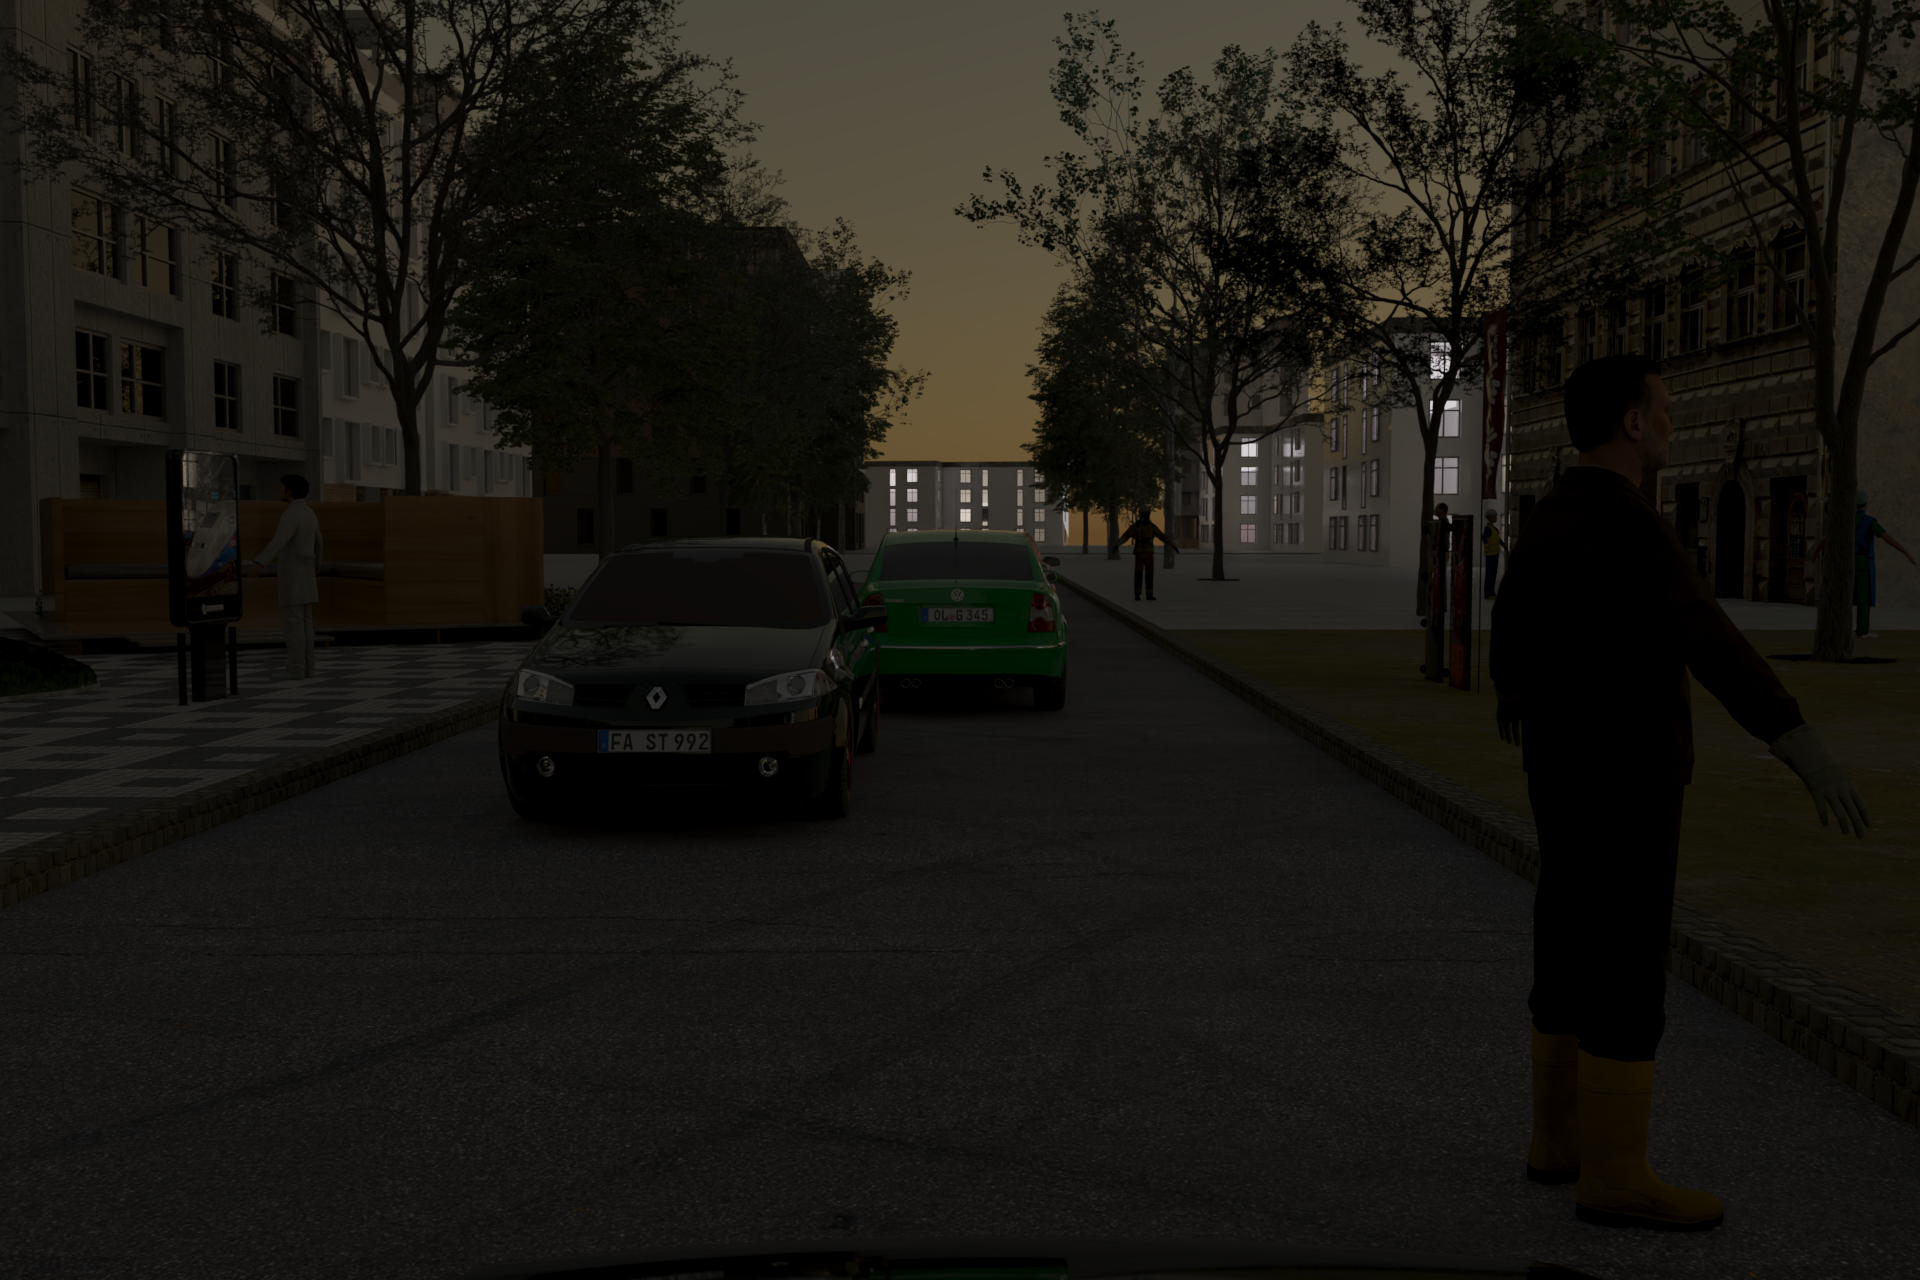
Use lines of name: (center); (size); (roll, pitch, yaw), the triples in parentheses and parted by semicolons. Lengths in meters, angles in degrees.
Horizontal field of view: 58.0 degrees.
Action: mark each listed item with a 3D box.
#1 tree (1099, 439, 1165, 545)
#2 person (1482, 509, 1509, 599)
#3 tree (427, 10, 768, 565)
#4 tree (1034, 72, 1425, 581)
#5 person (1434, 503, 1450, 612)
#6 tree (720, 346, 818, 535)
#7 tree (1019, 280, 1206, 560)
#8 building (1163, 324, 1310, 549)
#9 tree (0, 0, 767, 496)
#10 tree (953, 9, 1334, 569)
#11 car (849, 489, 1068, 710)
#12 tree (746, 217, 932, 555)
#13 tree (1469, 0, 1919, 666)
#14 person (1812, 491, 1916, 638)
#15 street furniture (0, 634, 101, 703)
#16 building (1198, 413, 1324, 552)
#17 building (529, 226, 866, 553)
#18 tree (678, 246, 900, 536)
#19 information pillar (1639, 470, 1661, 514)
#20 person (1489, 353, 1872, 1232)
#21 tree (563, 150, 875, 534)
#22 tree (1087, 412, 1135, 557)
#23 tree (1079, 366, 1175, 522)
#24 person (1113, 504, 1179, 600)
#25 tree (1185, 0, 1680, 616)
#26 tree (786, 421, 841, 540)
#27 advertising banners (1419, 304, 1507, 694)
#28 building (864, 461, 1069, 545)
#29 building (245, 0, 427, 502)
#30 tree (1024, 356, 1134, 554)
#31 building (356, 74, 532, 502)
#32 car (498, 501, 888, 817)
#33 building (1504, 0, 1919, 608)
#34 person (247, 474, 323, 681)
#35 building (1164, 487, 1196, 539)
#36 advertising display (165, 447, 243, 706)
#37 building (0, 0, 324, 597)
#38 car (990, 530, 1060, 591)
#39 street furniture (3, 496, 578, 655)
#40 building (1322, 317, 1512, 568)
tree: (19.421, -17.455, 195.752); (12.009, 13.543, 11.850); (0, 3, 0)
person: (10.529, -1.687, 34.045); (0.721, 1.772, 1.216); (3, 4, 36)
tree: (-8.363, -7.371, 38.650); (7.486, 12.596, 7.792); (0, 3, 0)
tree: (7.035, -8.367, 47.178); (12.009, 13.543, 11.850); (0, 3, 0)
person: (7.897, -1.361, 28.523); (0.705, 1.796, 1.348); (1, 4, 15)
tree: (-7.498, -7.106, 66.553); (4.737, 8.622, 4.395); (0, 3, 0)
tree: (7.631, -10.957, 85.798); (9.857, 13.997, 8.962); (0, 3, 0)
building: (24.529, -18.812, 163.989); (16.016, 20.090, 11.380); (0, 4, 1)
tree: (-7.867, -6.986, 24.592); (12.009, 13.543, 11.850); (0, 3, 0)
tree: (6.477, -12.738, 64.149); (12.611, 20.169, 13.585); (0, 3, 0)
car: (-0.046, -0.406, 15.431); (1.959, 1.807, 4.718); (0, 4, -1)
tree: (-8.097, -15.314, 106.270); (12.611, 20.169, 13.585); (0, 3, 0)
tree: (8.741, -5.579, 16.974); (9.928, 11.665, 9.643); (0, 3, 0)
person: (11.116, -0.935, 21.422); (0.704, 1.817, 1.347); (-2, 4, -30)
street furniture: (-9.567, 0.318, 10.432); (5.734, 0.657, 10.072); (0, 4, 2)
building: (24.768, -11.761, 134.444); (9.099, 9.664, 28.070); (0, 4, 1)
building: (-22.011, -17.588, 131.541); (27.936, 21.610, 32.646); (0, 3, 0)
tree: (-7.435, -10.398, 76.660); (9.857, 13.997, 8.962); (0, 3, 0)
information pillar: (5.071, -0.525, 13.079); (0.304, 2.012, 0.304); (0, 4, -1)
person: (1.411, 0.299, 3.704); (0.704, 1.812, 1.346); (0, 4, -8)
tree: (-7.628, -8.884, 55.626); (12.009, 13.543, 11.850); (0, 3, 0)
tree: (8.398, -9.028, 97.973); (4.360, 8.622, 3.978); (0, 3, 0)
tree: (7.892, -7.614, 74.844); (4.360, 8.622, 3.978); (0, 3, 0)
person: (3.574, -1.698, 33.523); (1.354, 1.858, 0.705); (-1, 4, -14)
tree: (7.068, -5.642, 26.661); (8.767, 10.594, 7.601); (3, 5, 40)
tree: (-7.326, -8.421, 88.041); (4.737, 8.622, 4.395); (0, 3, 0)
advertising banners: (4.147, -1.108, 14.310); (0.090, 3.025, 2.074); (0, 4, 0)
building: (-1.901, -15.535, 198.600); (28.070, 9.664, 9.099); (1, 4, 10)
building: (-25.604, -12.046, 53.377); (16.016, 20.090, 11.380); (0, 4, 0)
tree: (7.682, -11.726, 109.850); (7.486, 12.596, 7.792); (0, 3, 0)
building: (-26.299, -13.236, 72.828); (16.016, 20.090, 11.380); (0, 3, 0)
car: (-1.394, -0.013, 9.995); (2.009, 1.686, 4.222); (0, 4, 0)
building: (24.296, -12.682, 38.287); (19.493, 23.208, 18.063); (0, 4, 1)
person: (-5.896, -0.558, 15.311); (0.705, 1.806, 1.347); (0, 4, 2)
building: (26.493, -19.806, 180.251); (16.016, 20.090, 11.380); (0, 4, 0)
advertising display: (-5.802, -0.496, 13.331); (0.123, 1.923, 0.974); (0, 4, 2)
building: (-27.110, -10.297, 34.809); (16.747, 18.905, 31.486); (0, 4, 0)
car: (0.354, -0.929, 24.222); (2.155, 1.783, 4.494); (0, 3, 0)
street furniture: (-7.739, -1.007, 23.326); (9.812, 1.723, 11.010); (-2, 4, -32)
building: (21.163, -7.648, 67.187); (9.099, 9.664, 28.070); (0, 4, 1)
